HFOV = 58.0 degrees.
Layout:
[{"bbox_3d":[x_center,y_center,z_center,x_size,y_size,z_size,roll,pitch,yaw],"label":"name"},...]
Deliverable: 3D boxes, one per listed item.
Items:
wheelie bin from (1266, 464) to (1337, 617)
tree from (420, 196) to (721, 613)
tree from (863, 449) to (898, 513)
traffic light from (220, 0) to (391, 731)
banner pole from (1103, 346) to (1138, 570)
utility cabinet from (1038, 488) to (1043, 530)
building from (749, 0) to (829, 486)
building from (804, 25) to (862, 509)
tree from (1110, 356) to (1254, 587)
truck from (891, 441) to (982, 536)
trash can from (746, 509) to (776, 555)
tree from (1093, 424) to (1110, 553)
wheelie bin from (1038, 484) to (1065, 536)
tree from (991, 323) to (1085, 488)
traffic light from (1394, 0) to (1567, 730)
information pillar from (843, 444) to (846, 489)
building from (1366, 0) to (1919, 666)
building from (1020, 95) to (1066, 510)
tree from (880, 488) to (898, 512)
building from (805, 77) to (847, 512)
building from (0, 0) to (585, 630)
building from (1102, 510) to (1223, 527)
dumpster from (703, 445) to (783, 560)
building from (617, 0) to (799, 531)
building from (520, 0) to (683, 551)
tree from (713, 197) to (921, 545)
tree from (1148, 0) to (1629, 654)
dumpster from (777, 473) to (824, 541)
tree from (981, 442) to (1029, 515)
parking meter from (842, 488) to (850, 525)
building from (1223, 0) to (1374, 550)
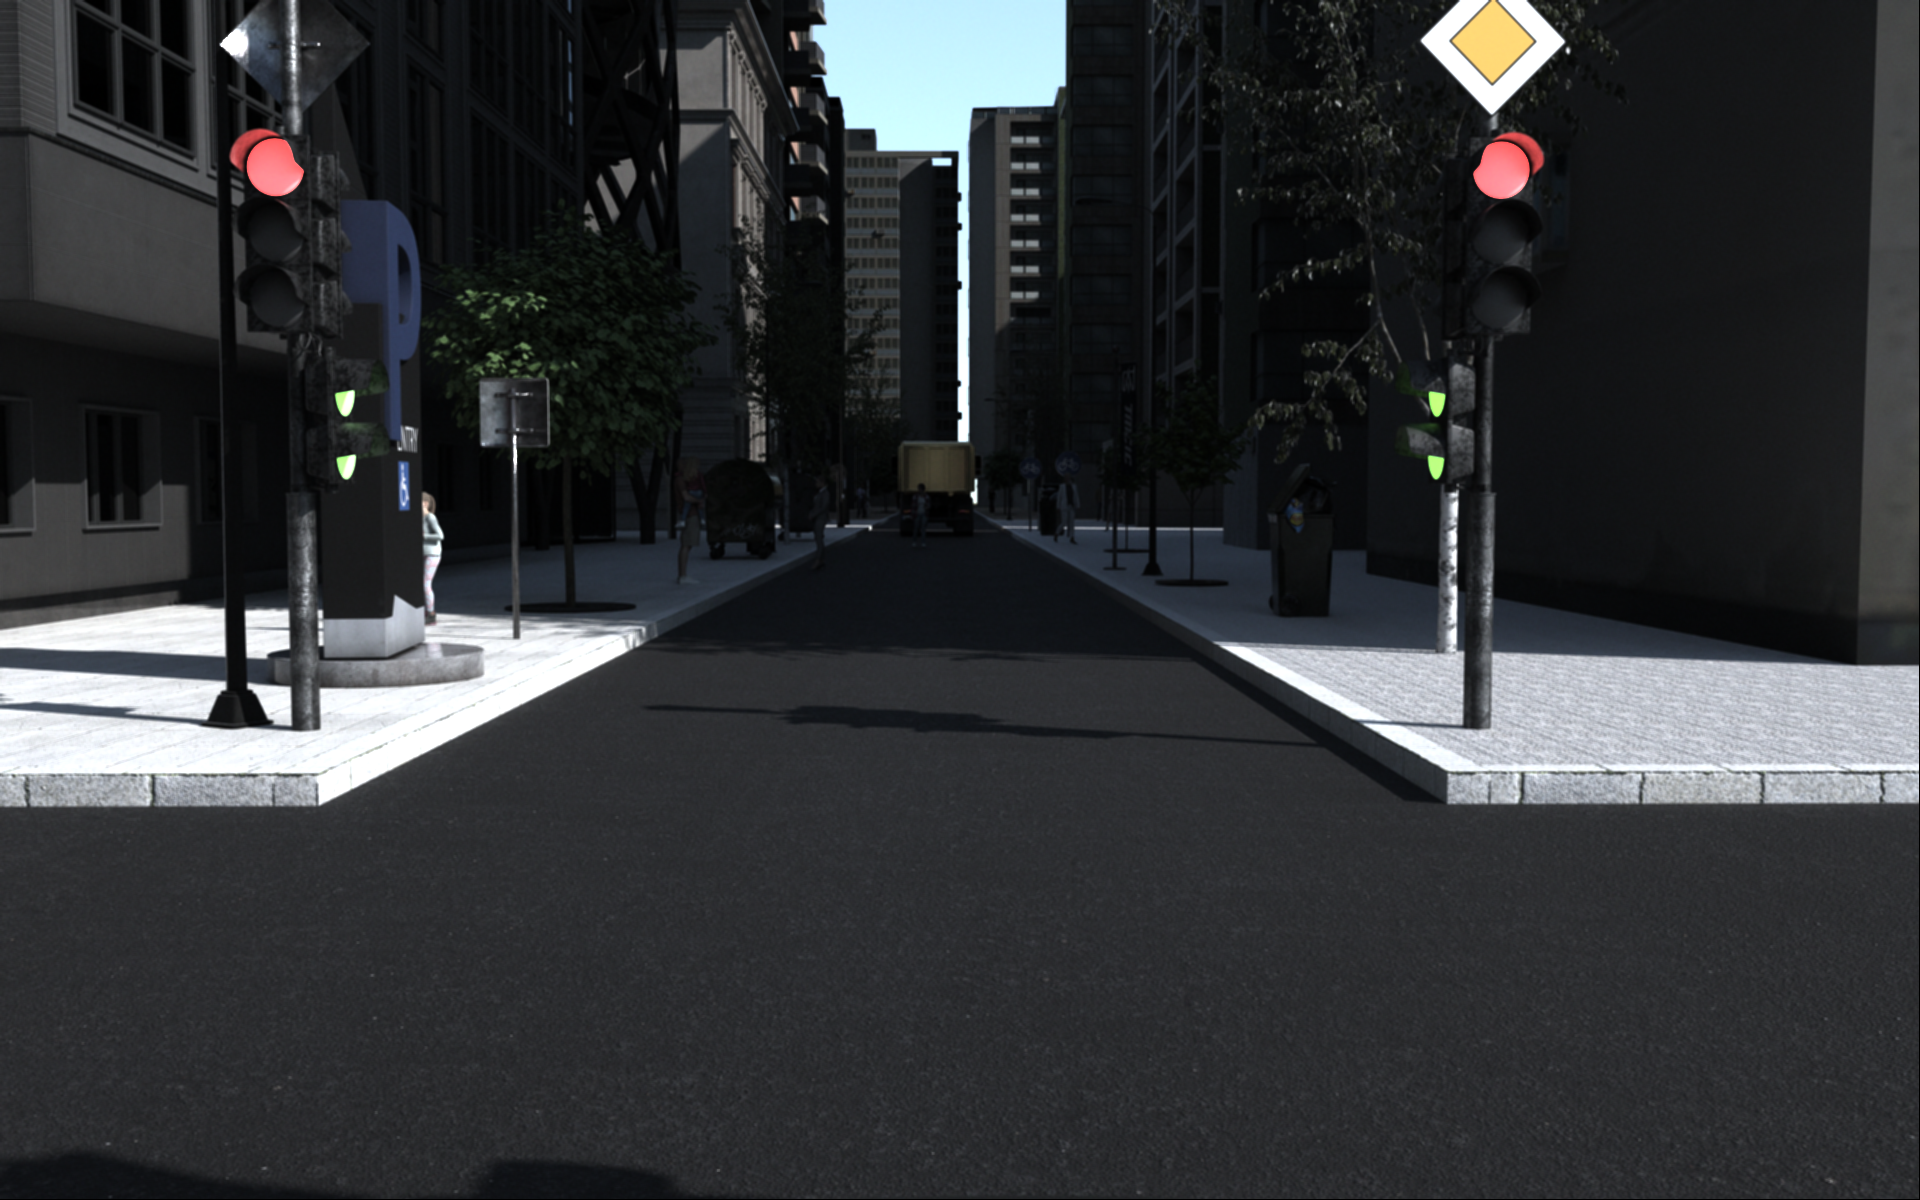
[{"bbox_3d":[3.623,-0.637,18.331,0.693,1.594,0.980,0,4,1],"label":"wheelie bin"},{"bbox_3d":[-4.287,-2.175,19.283,4.285,4.588,4.351,0,3,0],"label":"tree"},{"bbox_3d":[-5.035,-8.272,118.956,4.285,4.588,4.351,0,3,0],"label":"tree"},{"bbox_3d":[-3.543,-1.247,9.310,0.839,4.253,0.868,0,4,-1],"label":"traffic light"},{"bbox_3d":[2.740,-2.392,29.125,0.401,3.779,0.863,-2,4,-28],"label":"banner pole"},{"bbox_3d":[2.906,-3.211,61.173,0.318,1.500,1.173,0,4,3],"label":"utility cabinet"},{"bbox_3d":[-19.071,-27.133,98.251,22.147,44.769,28.867,0,4,-1],"label":"building"},{"bbox_3d":[-24.300,-50.858,144.198,31.000,86.520,22.319,0,4,-1],"label":"building"},{"bbox_3d":[3.386,-1.819,24.347,1.663,3.219,1.824,0,3,0],"label":"tree"},{"bbox_3d":[-0.848,-4.068,62.437,3.469,3.379,9.791,0,4,-1],"label":"truck"},{"bbox_3d":[-4.208,-1.525,36.586,0.748,1.137,0.748,0,3,0],"label":"trash can"},{"bbox_3d":[3.813,-2.671,38.270,1.663,3.219,1.824,0,3,0],"label":"tree"},{"bbox_3d":[2.861,-2.802,53.713,0.980,1.594,0.693,2,4,32],"label":"wheelie bin"},{"bbox_3d":[3.494,-7.552,73.830,4.360,8.622,3.978,0,3,0],"label":"tree"},{"bbox_3d":[2.818,-1.252,9.391,0.839,4.253,0.868,0,4,-1],"label":"traffic light"},{"bbox_3d":[-5.382,-5.470,80.788,0.183,3.616,0.504,-1,4,-9],"label":"information pillar"},{"bbox_3d":[17.093,-24.373,22.204,21.600,48.544,21.300,0,4,-1],"label":"building"},{"bbox_3d":[21.474,-27.746,145.521,32.217,40.220,23.993,0,4,-1],"label":"building"},{"bbox_3d":[-5.218,-7.851,122.958,1.663,3.219,1.824,0,3,0],"label":"tree"},{"bbox_3d":[-15.360,-21.329,120.423,14.160,30.474,14.107,0,4,-1],"label":"building"},{"bbox_3d":[-14.446,-14.075,23.635,14.314,27.812,24.014,0,4,-1],"label":"building"},{"bbox_3d":[17.041,-38.624,69.752,20.563,71.187,20.611,0,4,-1],"label":"building"},{"bbox_3d":[-4.356,-1.959,34.522,1.502,2.255,1.985,0,4,-1],"label":"dumpster"},{"bbox_3d":[-13.110,-14.287,69.751,11.583,22.565,21.152,0,4,-1],"label":"building"},{"bbox_3d":[-15.970,-10.850,44.844,16.820,18.784,16.811,0,4,-1],"label":"building"},{"bbox_3d":[-4.169,-5.702,43.593,4.737,8.622,4.395,0,3,0],"label":"tree"},{"bbox_3d":[3.838,-3.888,13.929,4.360,8.622,3.978,0,3,0],"label":"tree"},{"bbox_3d":[-4.413,-2.585,48.016,1.264,1.857,1.865,0,4,-1],"label":"dumpster"},{"bbox_3d":[2.742,-7.640,108.632,4.285,4.588,4.351,0,3,0],"label":"tree"},{"bbox_3d":[-4.756,-3.866,71.615,0.372,1.533,0.369,0,3,0],"label":"parking meter"},{"bbox_3d":[13.744,-16.755,45.648,14.160,30.474,14.107,0,4,-1],"label":"building"}]
